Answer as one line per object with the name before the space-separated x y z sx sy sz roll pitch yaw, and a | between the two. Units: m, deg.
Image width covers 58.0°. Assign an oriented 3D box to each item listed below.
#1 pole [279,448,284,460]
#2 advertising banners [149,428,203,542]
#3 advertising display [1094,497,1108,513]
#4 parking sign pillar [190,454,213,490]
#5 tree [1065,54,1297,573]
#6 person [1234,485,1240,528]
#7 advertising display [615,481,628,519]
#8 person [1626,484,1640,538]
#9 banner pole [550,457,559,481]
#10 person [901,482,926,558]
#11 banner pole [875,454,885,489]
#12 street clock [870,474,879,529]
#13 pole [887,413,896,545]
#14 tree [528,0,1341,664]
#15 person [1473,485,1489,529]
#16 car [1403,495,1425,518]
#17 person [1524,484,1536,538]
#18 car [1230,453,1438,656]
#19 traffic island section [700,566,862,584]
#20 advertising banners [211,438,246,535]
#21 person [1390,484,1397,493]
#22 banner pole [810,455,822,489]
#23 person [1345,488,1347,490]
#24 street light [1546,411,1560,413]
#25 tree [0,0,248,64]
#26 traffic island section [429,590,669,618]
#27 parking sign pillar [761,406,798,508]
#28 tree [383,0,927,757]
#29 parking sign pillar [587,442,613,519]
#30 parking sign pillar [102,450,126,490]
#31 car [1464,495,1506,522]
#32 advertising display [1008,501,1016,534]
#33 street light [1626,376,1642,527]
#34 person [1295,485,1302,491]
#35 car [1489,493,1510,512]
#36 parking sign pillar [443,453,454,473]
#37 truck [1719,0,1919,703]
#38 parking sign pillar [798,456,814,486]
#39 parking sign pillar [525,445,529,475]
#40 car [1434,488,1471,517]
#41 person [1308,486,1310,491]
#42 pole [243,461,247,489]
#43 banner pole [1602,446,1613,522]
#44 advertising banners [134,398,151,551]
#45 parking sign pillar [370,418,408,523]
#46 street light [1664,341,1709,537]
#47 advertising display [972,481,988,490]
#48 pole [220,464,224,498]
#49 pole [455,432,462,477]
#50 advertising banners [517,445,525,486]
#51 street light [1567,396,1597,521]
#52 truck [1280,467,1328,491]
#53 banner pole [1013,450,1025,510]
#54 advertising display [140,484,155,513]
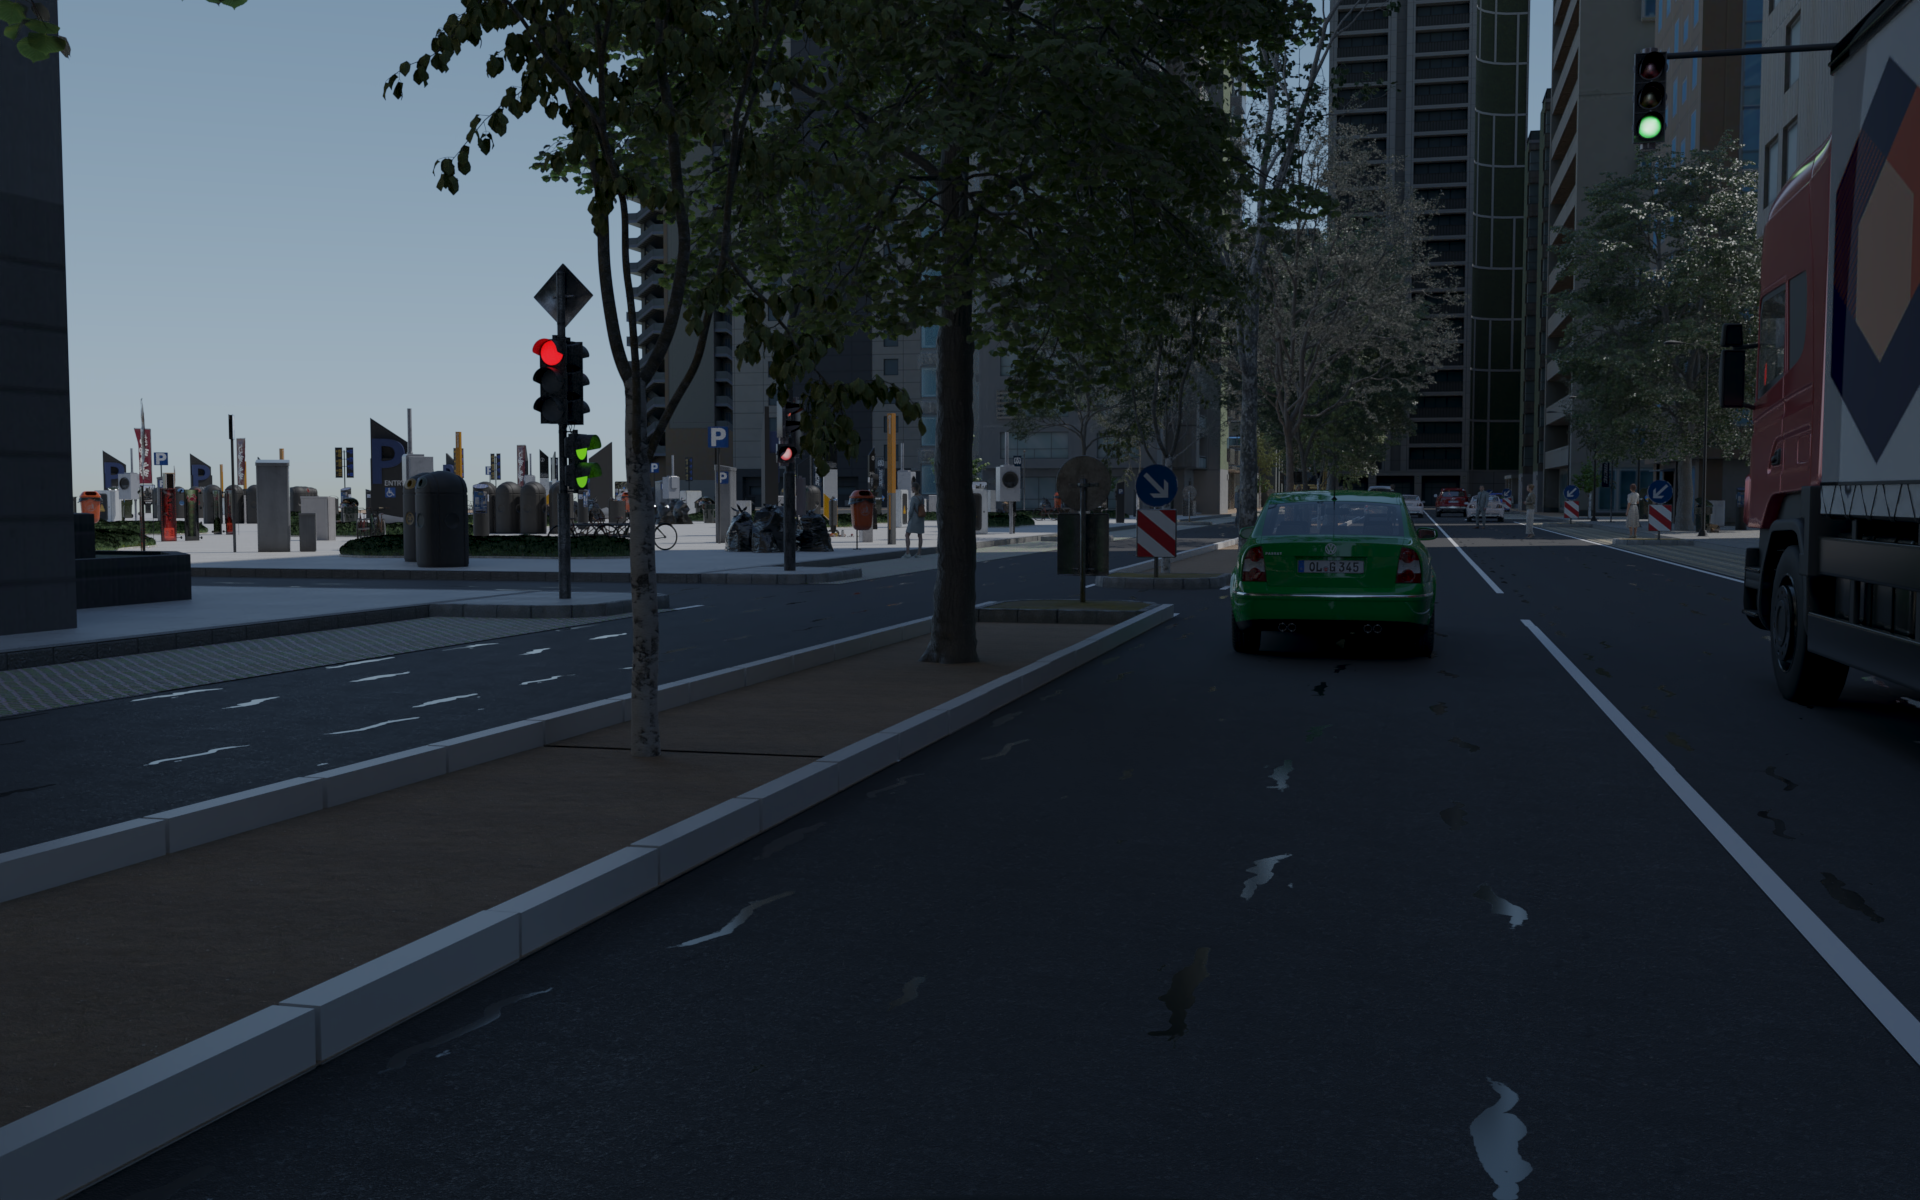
pole | -30.245 -5.105 77.310 0.158 3.312 0.155 0 3 0
advertising banners | -21.357 -3.091 46.729 0.090 3.025 2.074 2 4 26
advertising display | 6.135 -4.389 76.972 0.974 1.923 0.123 2 4 34
parking sign pillar | -50.324 -7.733 114.912 1.447 3.967 1.447 -3 4 -38
tree | 3.377 -4.601 28.052 4.360 8.622 3.978 0 3 0
person | 11.907 -3.970 73.595 0.526 1.800 0.537 2 4 35
advertising display | -16.845 -4.980 86.635 0.974 1.923 0.123 2 4 27
person | 21.328 -2.812 55.045 0.480 1.755 0.524 -2 4 -24
banner pole | -24.105 -6.954 103.710 0.863 3.779 0.401 0 4 -3
person | -0.979 -1.776 38.549 0.522 1.701 0.512 3 4 36
banner pole | -5.010 -7.114 106.336 0.863 3.779 0.401 1 4 17
street clock | -3.106 -3.562 62.802 0.358 2.002 0.471 -1 4 -19
pole | -1.731 -3.058 43.837 0.158 3.312 0.155 0 3 0
tree | -0.053 -5.762 14.799 7.486 12.596 7.792 0 3 0
person | 21.591 -3.859 71.692 0.391 1.810 0.635 -3 5 -41
car | 27.222 -5.688 105.358 2.083 1.381 4.827 1 4 14
person | 18.525 -2.895 56.385 0.362 1.759 0.519 1 4 11
car | 3.660 -0.493 16.854 1.959 1.807 4.718 1 4 13
traffic island section | -2.869 -0.412 29.016 2.009 0.180 2.903 1 4 14
advertising banners | -23.021 -3.568 54.526 2.074 3.025 0.090 3 4 38
person | 18.471 -4.032 74.207 0.659 1.850 0.755 -1 4 -9
banner pole | -7.995 -6.440 95.309 0.863 3.779 0.401 1 4 15
person | 20.382 -5.071 91.757 0.694 1.780 0.624 3 4 38
street light | 33.407 -7.591 96.659 1.470 5.913 1.316 1 4 14
tree | -3.308 -5.030 2.831 7.486 12.596 7.792 0 3 0
traffic island section | -4.869 0.061 21.285 2.009 0.180 2.903 1 4 14
parking sign pillar | -5.921 -4.001 53.888 1.447 3.967 1.447 -1 4 -11
tree | -1.734 -3.433 8.949 4.737 8.622 4.395 0 3 0
parking sign pillar | -18.541 -6.154 89.097 1.447 3.967 1.447 -3 5 -39
parking sign pillar | -52.004 -7.227 106.629 1.447 3.967 1.447 -2 4 -33
car | 27.378 -4.767 90.299 2.083 1.381 4.827 1 4 16
advertising display | 1.704 -3.135 56.477 0.123 1.923 0.974 0 4 -6
street light | 25.684 -5.774 66.952 1.470 5.913 1.316 1 4 14
person | 13.260 -3.594 67.451 0.709 1.800 0.728 2 4 30
car | 39.761 -7.258 128.259 1.945 1.707 3.694 1 4 14
parking sign pillar | -33.297 -7.646 113.489 1.447 3.967 1.447 2 4 35
truck | 6.042 -1.190 8.366 2.839 4.237 11.283 1 4 14
parking sign pillar | -9.443 -7.276 107.430 1.447 3.967 1.447 -1 4 -10
parking sign pillar | -23.932 -6.518 95.039 1.447 3.967 1.447 -1 4 -18
car | 30.981 -6.132 108.935 2.281 1.827 5.304 1 4 15
person | 14.721 -3.959 73.498 0.678 1.792 0.850 2 4 27
pole | -44.366 -6.951 107.489 0.158 3.312 0.155 0 3 0
banner pole | 29.377 -5.412 78.497 0.863 3.779 0.401 -2 4 -26
advertising banners | -15.362 -2.222 32.515 0.090 3.025 2.074 -2 4 -27
parking sign pillar | -20.101 -4.442 61.095 1.447 3.967 1.447 -1 4 -14
street light | 21.997 -4.889 52.471 1.470 5.913 1.316 1 4 14
advertising display | 0.903 -4.966 86.404 0.974 1.923 0.123 -1 4 -21
pole | -50.429 -7.613 118.323 0.158 3.312 0.155 0 3 0
pole | -16.364 -3.839 56.603 0.158 3.312 0.155 0 3 0
advertising banners | -16.129 -4.021 61.933 2.074 3.025 0.090 3 5 41
street light | 29.580 -6.708 82.214 1.470 5.913 1.316 1 4 14
truck | 24.127 -7.602 120.211 3.469 3.379 9.791 1 4 13
banner pole | 3.443 -6.669 99.059 0.863 3.779 0.401 0 4 -2
advertising display | -54.139 -6.742 115.438 0.974 1.923 0.123 -3 5 -45
